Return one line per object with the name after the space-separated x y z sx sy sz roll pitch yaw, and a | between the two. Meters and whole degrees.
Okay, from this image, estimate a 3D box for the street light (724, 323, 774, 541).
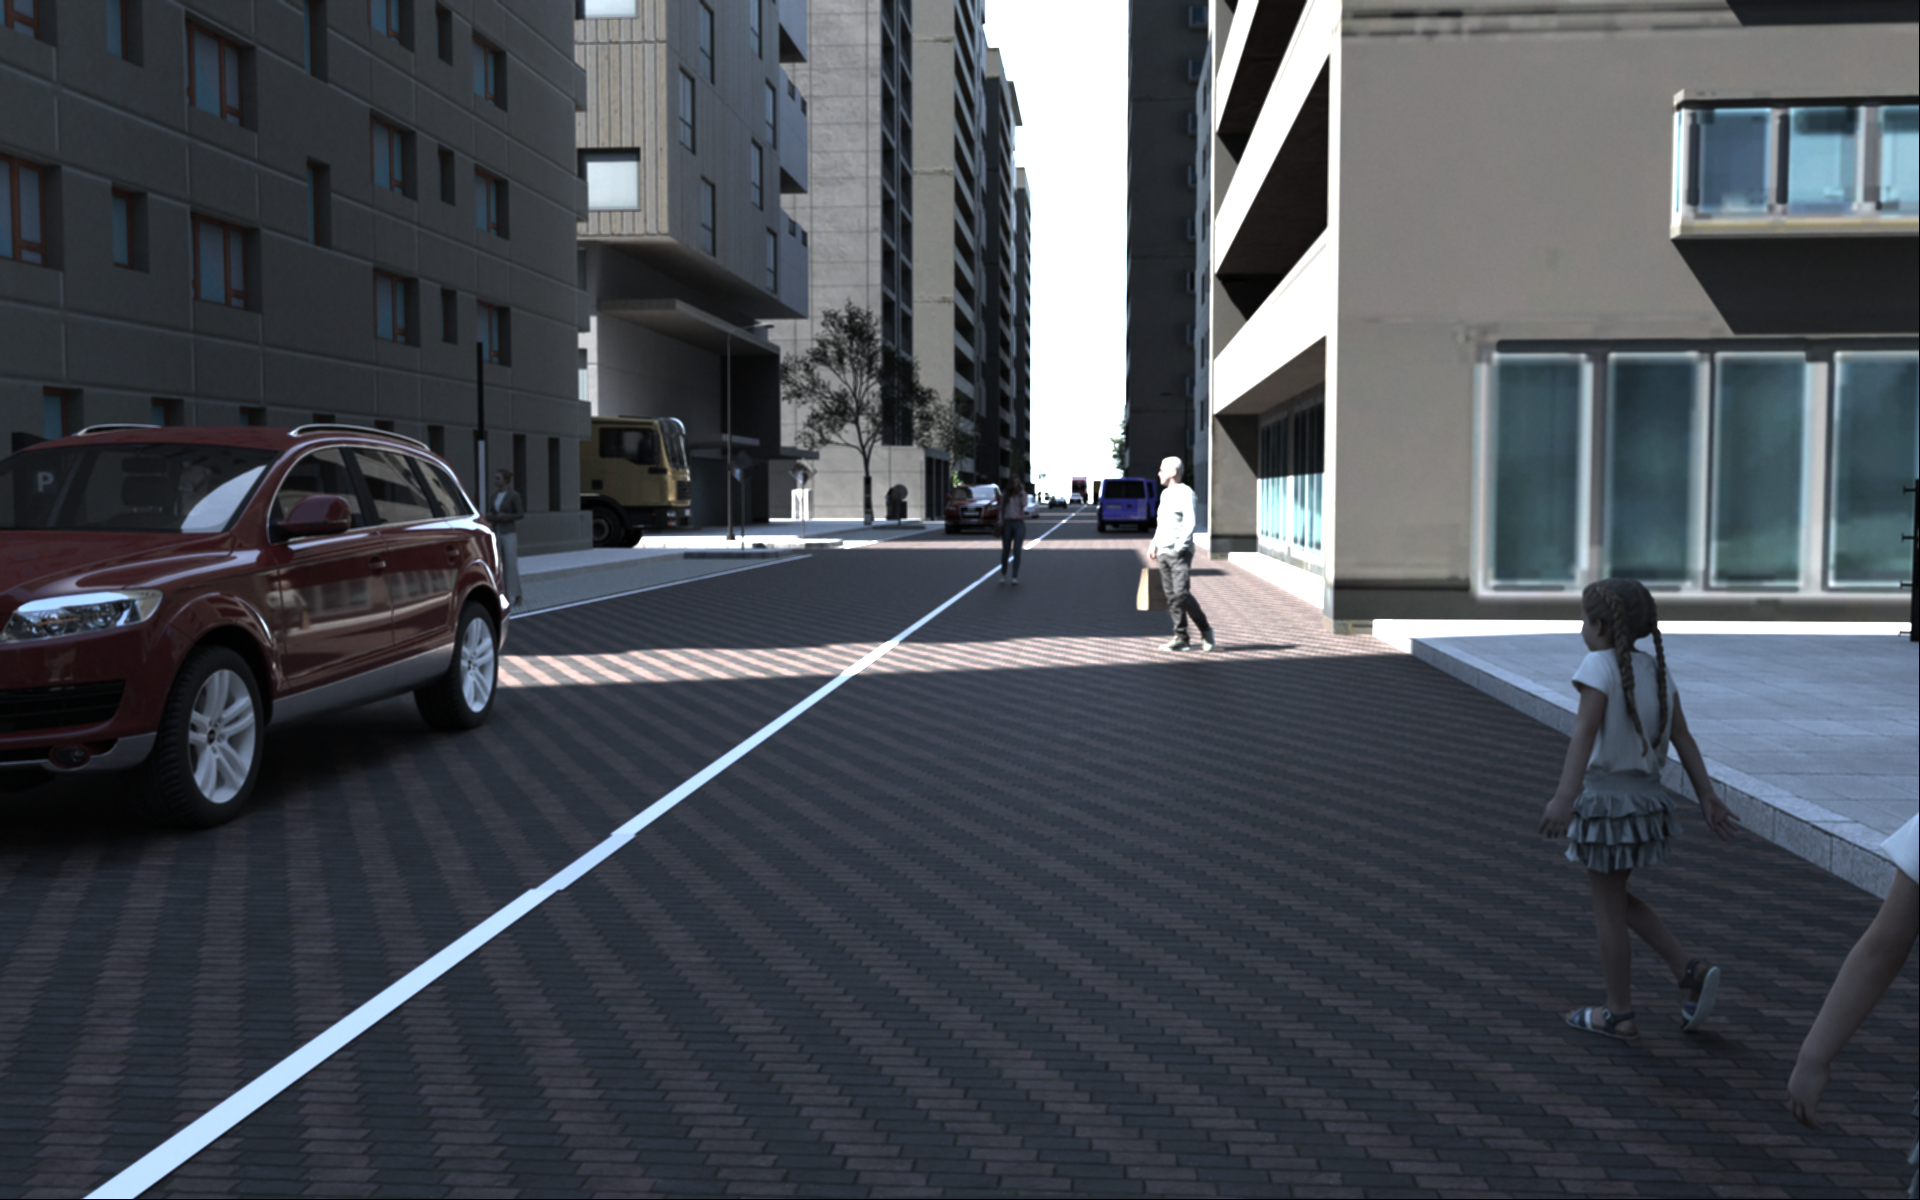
-5.753 -4.573 47.307 1.470 5.913 1.316 0 4 5 | street light

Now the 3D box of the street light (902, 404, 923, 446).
-2.406 -7.138 89.252 1.470 5.913 1.316 0 4 5 | street light

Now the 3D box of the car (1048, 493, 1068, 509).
9.742 -9.932 172.182 2.009 1.686 4.222 0 4 5 | car

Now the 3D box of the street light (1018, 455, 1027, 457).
7.316 -14.318 206.637 1.470 5.913 1.316 0 4 5 | street light

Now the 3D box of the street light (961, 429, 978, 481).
0.624 -9.275 124.193 1.470 5.913 1.316 0 4 5 | street light

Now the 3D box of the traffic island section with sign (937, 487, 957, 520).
-0.226 -5.407 97.034 1.989 1.847 2.006 0 4 5 | traffic island section with sign

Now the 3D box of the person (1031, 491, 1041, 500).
8.512 -11.484 196.405 1.348 1.807 0.705 -2 4 -23 | person

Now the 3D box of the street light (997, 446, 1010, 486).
4.089 -11.822 165.829 1.470 5.913 1.316 0 4 5 | street light

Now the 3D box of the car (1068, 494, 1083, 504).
15.982 -14.098 239.536 2.155 1.783 4.494 0 4 5 | car

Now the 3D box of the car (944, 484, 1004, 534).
0.619 -3.380 63.939 2.281 1.827 5.304 0 4 5 | car

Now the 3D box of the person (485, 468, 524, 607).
-5.822 -0.794 22.024 0.519 1.759 0.362 2 4 25 | person

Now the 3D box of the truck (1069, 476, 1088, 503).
18.658 -17.238 270.759 2.839 4.237 11.283 0 4 5 | truck

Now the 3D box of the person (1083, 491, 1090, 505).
16.474 -13.154 223.581 1.348 1.822 0.705 3 4 36 | person

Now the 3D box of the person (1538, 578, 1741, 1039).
1.744 0.550 4.515 0.505 1.210 0.382 -3 4 -36 | person

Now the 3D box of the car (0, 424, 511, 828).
-4.055 -0.031 9.176 2.281 1.827 5.304 0 4 4 | car

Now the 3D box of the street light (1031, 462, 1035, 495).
10.765 -16.865 248.275 1.470 5.913 1.316 0 4 5 | street light

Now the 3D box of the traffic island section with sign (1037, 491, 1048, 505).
12.821 -15.133 256.051 1.989 1.847 2.006 0 4 5 | traffic island section with sign

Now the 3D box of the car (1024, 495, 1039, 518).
3.757 -5.606 104.015 2.083 1.381 4.827 0 4 5 | car

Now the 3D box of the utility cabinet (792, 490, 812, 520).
-7.876 -4.745 86.266 1.173 1.500 0.318 3 5 43 | utility cabinet

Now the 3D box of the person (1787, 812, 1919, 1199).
1.362 0.689 2.256 0.505 1.210 0.382 1 4 22 | person

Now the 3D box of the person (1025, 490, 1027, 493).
6.710 -10.268 176.343 1.348 1.831 0.705 -3 4 -38 | person

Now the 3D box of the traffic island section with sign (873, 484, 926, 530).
-2.433 -3.764 70.169 1.989 1.847 2.006 0 4 5 | traffic island section with sign

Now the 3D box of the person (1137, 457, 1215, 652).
1.980 -0.424 15.924 0.515 1.767 0.782 -1 4 -22 | person

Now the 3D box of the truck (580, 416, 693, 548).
-10.914 -2.923 43.721 9.791 3.379 3.469 0 4 3 | truck

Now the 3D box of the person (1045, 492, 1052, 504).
13.056 -14.915 253.176 1.217 1.723 0.721 1 4 23 | person

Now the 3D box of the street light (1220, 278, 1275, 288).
6.291 -3.963 37.334 1.470 5.913 1.316 0 4 5 | street light

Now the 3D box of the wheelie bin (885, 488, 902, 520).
-3.239 -4.767 85.841 0.693 1.594 0.980 3 4 36 | wheelie bin

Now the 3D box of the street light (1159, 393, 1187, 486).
9.809 -6.536 79.408 1.470 5.913 1.316 0 4 5 | street light

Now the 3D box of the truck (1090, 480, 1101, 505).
19.199 -14.548 233.782 3.469 3.379 9.791 0 4 5 | truck

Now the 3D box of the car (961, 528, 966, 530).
0.958 -3.725 71.131 2.015 1.641 3.980 0 4 3 | car

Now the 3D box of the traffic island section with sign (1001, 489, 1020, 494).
3.840 -8.439 146.598 1.989 1.847 2.006 0 4 5 | traffic island section with sign
